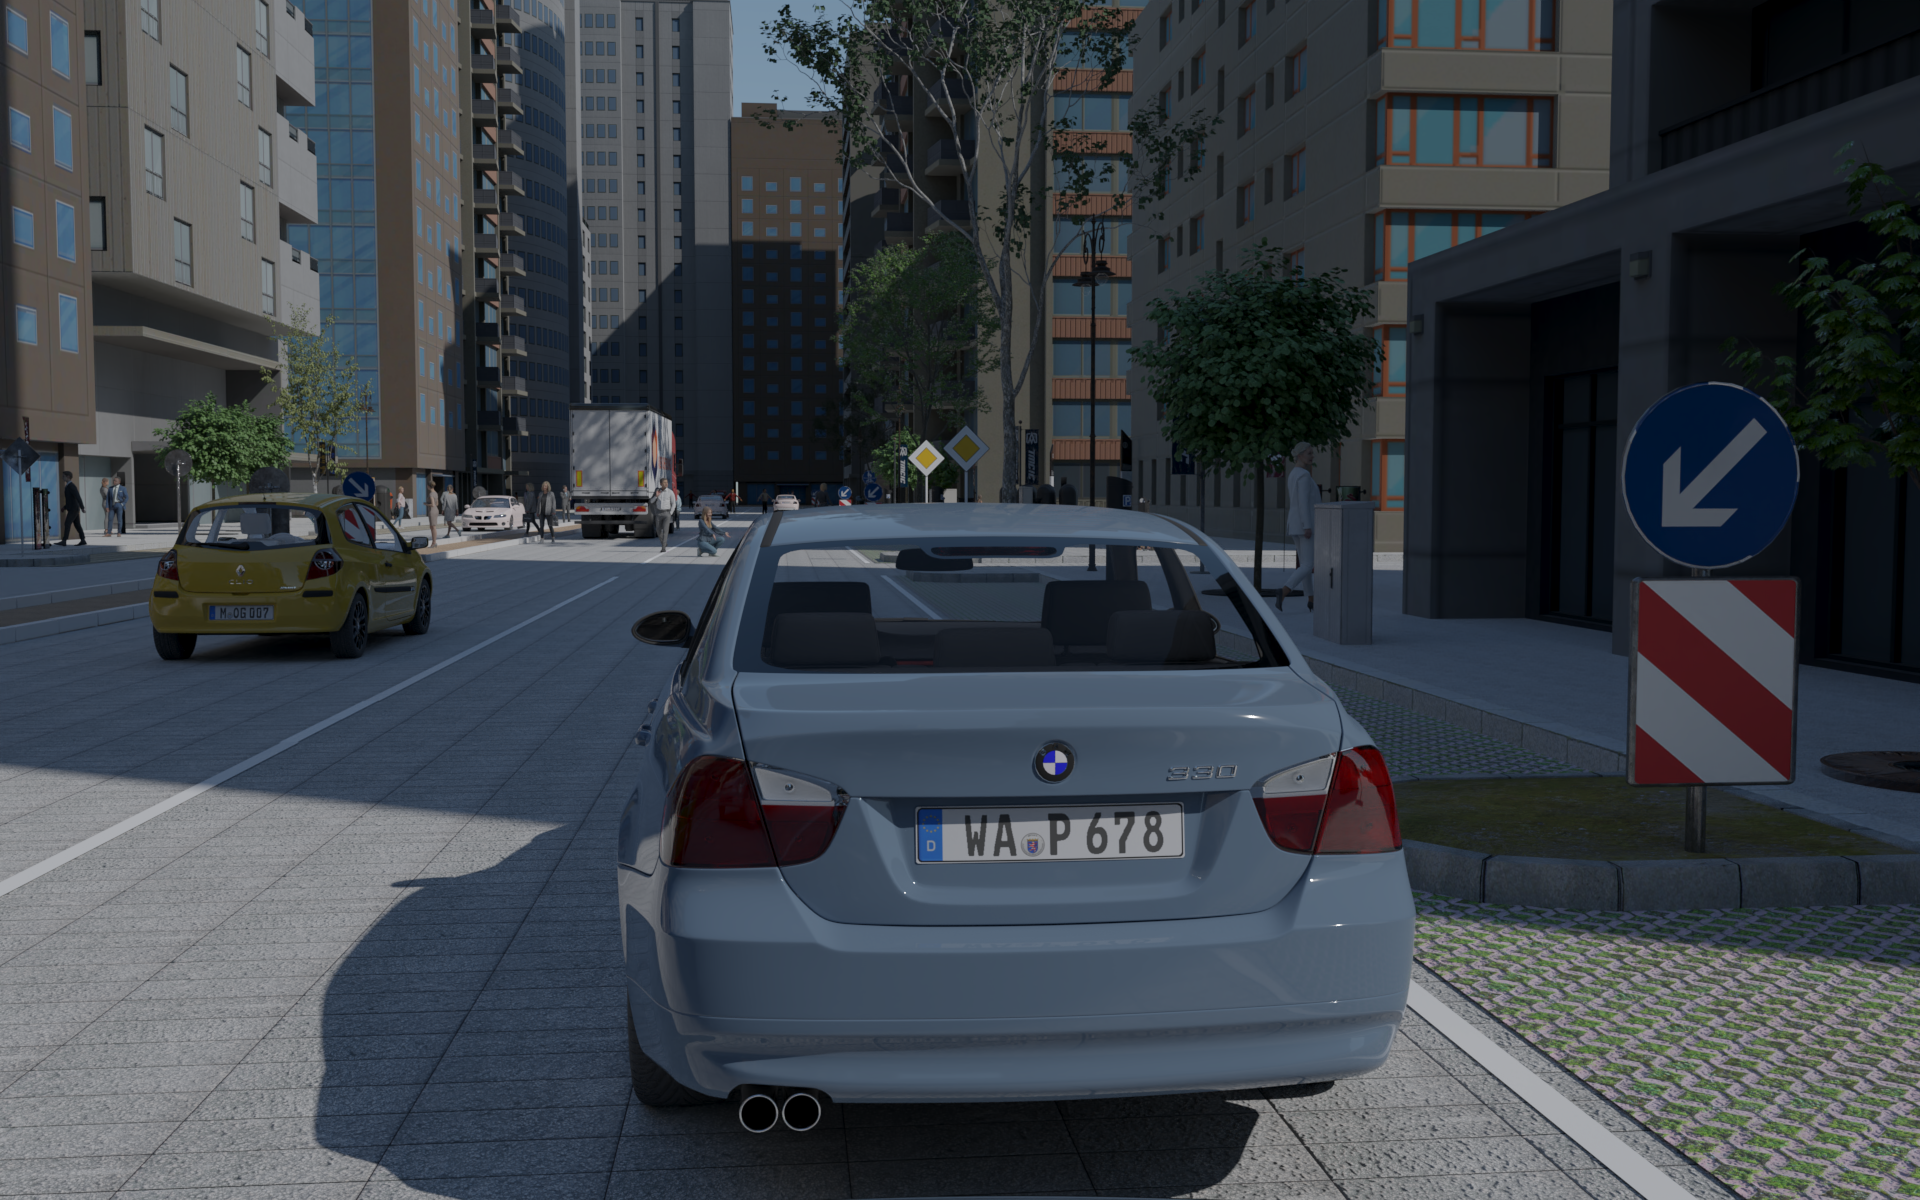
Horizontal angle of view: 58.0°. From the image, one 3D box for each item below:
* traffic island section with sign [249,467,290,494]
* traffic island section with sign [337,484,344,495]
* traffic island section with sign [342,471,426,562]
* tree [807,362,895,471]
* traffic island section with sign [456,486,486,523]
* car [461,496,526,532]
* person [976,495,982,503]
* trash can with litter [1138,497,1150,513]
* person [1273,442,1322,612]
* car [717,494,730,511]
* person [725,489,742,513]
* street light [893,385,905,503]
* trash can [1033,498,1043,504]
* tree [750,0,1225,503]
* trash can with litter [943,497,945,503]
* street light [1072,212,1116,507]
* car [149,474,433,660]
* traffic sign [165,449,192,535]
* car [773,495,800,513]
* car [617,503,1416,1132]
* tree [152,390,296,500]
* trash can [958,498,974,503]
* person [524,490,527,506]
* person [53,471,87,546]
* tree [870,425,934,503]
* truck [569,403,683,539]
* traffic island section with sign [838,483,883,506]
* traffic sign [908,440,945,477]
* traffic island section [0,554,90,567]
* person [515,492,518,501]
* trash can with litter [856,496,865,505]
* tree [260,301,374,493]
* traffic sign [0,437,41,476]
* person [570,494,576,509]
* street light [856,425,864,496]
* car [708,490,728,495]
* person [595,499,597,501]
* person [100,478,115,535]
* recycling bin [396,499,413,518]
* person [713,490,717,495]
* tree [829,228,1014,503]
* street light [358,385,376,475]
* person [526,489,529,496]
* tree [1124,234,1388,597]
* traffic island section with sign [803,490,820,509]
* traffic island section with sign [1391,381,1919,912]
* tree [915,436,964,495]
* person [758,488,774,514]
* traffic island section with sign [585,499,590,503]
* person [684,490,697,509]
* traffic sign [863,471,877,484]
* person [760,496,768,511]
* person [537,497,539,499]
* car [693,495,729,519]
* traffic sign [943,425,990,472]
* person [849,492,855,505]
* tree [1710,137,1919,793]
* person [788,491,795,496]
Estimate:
[{"bbox_3d":[-11.446,-1.232,28.277,2.006,1.907,1.989,0,4,-6],"label":"traffic island section with sign"},{"bbox_3d":[-21.375,-3.152,60.166,1.989,1.847,2.006,0,4,-6],"label":"traffic island section with sign"},{"bbox_3d":[-12.201,-1.683,35.646,2.006,1.907,1.989,0,4,-6],"label":"traffic island section with sign"},{"bbox_3d":[-6.159,-11.123,116.279,8.767,10.594,7.601,0,4,-2],"label":"tree"},{"bbox_3d":[-24.158,-4.792,86.978,1.989,1.847,2.006,0,4,-6],"label":"traffic island section with sign"},{"bbox_3d":[-18.212,-3.390,67.783,2.083,1.381,4.827,0,4,-4],"label":"car"},{"bbox_3d":[0.869,-4.116,78.016,0.362,1.253,0.373,3,5,42],"label":"person"},{"bbox_3d":[4.206,-1.758,39.804,1.678,1.210,2.233,0,4,-7],"label":"trash can with litter"},{"bbox_3d":[3.648,-0.779,18.658,0.818,1.842,0.514,-2,4,-29],"label":"person"},{"bbox_3d":[-20.182,-8.353,146.357,2.009,1.686,4.222,0,4,-6],"label":"car"},{"bbox_3d":[-16.799,-7.313,128.023,1.348,1.831,0.705,-1,4,-19],"label":"person"},{"bbox_3d":[-2.581,-6.174,73.739,0.468,5.910,1.993,0,4,-6],"label":"street light"},{"bbox_3d":[2.570,-3.034,61.263,0.748,1.137,0.748,0,3,0],"label":"trash can"},{"bbox_3d":[0.571,-11.663,46.585,12.611,20.169,13.585,0,3,0],"label":"tree"},{"bbox_3d":[-0.481,-3.225,63.781,1.678,1.210,2.233,1,4,19],"label":"trash can with litter"},{"bbox_3d":[2.201,-3.419,28.683,0.468,5.910,1.993,0,4,-6],"label":"street light"},{"bbox_3d":[-6.199,-0.381,16.449,2.015,1.641,3.980,0,4,-5],"label":"car"},{"bbox_3d":[-22.287,-3.015,49.402,0.768,2.556,0.104,0,4,-4],"label":"traffic sign"},{"bbox_3d":[-12.847,-7.070,127.958,2.083,1.381,4.827,0,4,-5],"label":"car"},{"bbox_3d":[-0.047,0.403,5.420,2.014,1.417,4.499,0,4,-6],"label":"car"},{"bbox_3d":[-23.509,-4.335,54.598,4.285,4.588,4.351,0,3,0],"label":"tree"},{"bbox_3d":[0.263,-3.392,67.118,0.748,1.137,0.748,0,3,0],"label":"trash can"},{"bbox_3d":[-30.297,-7.013,121.381,0.551,1.740,0.621,-1,4,-20],"label":"person"},{"bbox_3d":[-21.908,-2.249,42.594,0.755,1.850,0.659,-2,4,-28],"label":"person"},{"bbox_3d":[-2.438,-5.978,81.460,4.285,4.588,4.351,0,3,0],"label":"tree"},{"bbox_3d":[-11.249,-4.292,59.080,2.839,4.237,11.283,0,4,-4],"label":"truck"},{"bbox_3d":[-3.229,-3.249,61.754,1.989,1.847,2.006,0,4,-6],"label":"traffic island section with sign"},{"bbox_3d":[-0.699,-2.135,37.093,0.795,2.593,0.064,0,4,-6],"label":"traffic sign"},{"bbox_3d":[-19.120,-0.795,35.276,2.009,0.180,2.903,0,4,-6],"label":"traffic island section"},{"bbox_3d":[-30.759,-6.771,120.015,0.557,1.426,1.065,0,4,-7],"label":"person"},{"bbox_3d":[-5.919,-5.660,103.932,0.624,1.170,1.055,-1,4,-11],"label":"trash can with litter"},{"bbox_3d":[-24.658,-7.086,66.217,4.737,8.622,4.395,0,3,0],"label":"tree"},{"bbox_3d":[-19.097,-2.020,35.212,0.795,2.593,0.064,0,4,-6],"label":"traffic sign"},{"bbox_3d":[-33.042,-8.637,148.190,0.756,1.711,0.436,-1,4,-21],"label":"person"},{"bbox_3d":[-6.433,-8.494,111.665,0.468,5.910,1.993,0,4,-6],"label":"street light"},{"bbox_3d":[-23.566,-9.822,169.260,2.281,1.827,5.304,0,4,-6],"label":"car"},{"bbox_3d":[-26.695,-7.254,127.657,0.434,1.755,0.990,0,4,-7],"label":"person"},{"bbox_3d":[-26.697,-2.939,54.372,0.520,1.790,0.573,2,4,31],"label":"person"},{"bbox_3d":[-29.571,-4.874,92.239,0.722,1.027,0.722,0,4,-6],"label":"recycling bin"},{"bbox_3d":[-16.690,-6.616,117.463,0.721,1.735,1.217,-3,5,-43],"label":"person"},{"bbox_3d":[-1.460,-8.665,67.434,9.928,11.665,9.643,0,3,0],"label":"tree"},{"bbox_3d":[-25.215,-6.170,73.673,0.468,5.910,1.993,0,4,-6],"label":"street light"},{"bbox_3d":[-29.554,-6.863,119.036,0.721,1.735,1.217,0,4,-1],"label":"person"},{"bbox_3d":[3.743,-2.346,22.072,4.285,4.588,4.351,0,3,0],"label":"tree"},{"bbox_3d":[-13.993,-9.594,165.486,1.989,1.847,2.006,0,4,-6],"label":"traffic island section with sign"},{"bbox_3d":[2.464,0.107,6.873,1.989,1.847,2.006,0,4,-6],"label":"traffic island section with sign"},{"bbox_3d":[-0.743,-3.865,57.795,1.663,3.219,1.824,0,3,0],"label":"tree"},{"bbox_3d":[-13.632,-6.884,121.061,1.348,1.823,0.705,-3,5,-41],"label":"person"},{"bbox_3d":[-29.375,-7.859,137.120,1.989,1.847,2.006,0,4,-6],"label":"traffic island section with sign"},{"bbox_3d":[-26.580,-9.946,171.087,1.348,1.831,0.705,0,4,-4],"label":"person"},{"bbox_3d":[-4.914,-5.756,94.222,0.768,2.556,0.104,0,4,-1],"label":"traffic sign"},{"bbox_3d":[-17.003,-8.620,150.374,0.756,1.711,0.436,-1,4,-13],"label":"person"},{"bbox_3d":[-31.959,-7.796,133.442,0.705,1.831,1.348,3,5,43],"label":"person"},{"bbox_3d":[-14.454,-5.385,100.400,2.083,1.381,4.827,0,4,-8],"label":"car"},{"bbox_3d":[0.125,-1.649,29.151,0.795,2.593,0.064,0,4,-6],"label":"traffic sign"},{"bbox_3d":[-7.536,-6.801,120.495,0.557,1.426,1.065,-1,4,-22],"label":"person"},{"bbox_3d":[4.564,-0.806,7.784,1.663,3.219,1.824,0,3,0],"label":"tree"},{"bbox_3d":[-14.319,-8.449,147.446,0.445,1.727,0.742,2,4,26],"label":"person"}]
